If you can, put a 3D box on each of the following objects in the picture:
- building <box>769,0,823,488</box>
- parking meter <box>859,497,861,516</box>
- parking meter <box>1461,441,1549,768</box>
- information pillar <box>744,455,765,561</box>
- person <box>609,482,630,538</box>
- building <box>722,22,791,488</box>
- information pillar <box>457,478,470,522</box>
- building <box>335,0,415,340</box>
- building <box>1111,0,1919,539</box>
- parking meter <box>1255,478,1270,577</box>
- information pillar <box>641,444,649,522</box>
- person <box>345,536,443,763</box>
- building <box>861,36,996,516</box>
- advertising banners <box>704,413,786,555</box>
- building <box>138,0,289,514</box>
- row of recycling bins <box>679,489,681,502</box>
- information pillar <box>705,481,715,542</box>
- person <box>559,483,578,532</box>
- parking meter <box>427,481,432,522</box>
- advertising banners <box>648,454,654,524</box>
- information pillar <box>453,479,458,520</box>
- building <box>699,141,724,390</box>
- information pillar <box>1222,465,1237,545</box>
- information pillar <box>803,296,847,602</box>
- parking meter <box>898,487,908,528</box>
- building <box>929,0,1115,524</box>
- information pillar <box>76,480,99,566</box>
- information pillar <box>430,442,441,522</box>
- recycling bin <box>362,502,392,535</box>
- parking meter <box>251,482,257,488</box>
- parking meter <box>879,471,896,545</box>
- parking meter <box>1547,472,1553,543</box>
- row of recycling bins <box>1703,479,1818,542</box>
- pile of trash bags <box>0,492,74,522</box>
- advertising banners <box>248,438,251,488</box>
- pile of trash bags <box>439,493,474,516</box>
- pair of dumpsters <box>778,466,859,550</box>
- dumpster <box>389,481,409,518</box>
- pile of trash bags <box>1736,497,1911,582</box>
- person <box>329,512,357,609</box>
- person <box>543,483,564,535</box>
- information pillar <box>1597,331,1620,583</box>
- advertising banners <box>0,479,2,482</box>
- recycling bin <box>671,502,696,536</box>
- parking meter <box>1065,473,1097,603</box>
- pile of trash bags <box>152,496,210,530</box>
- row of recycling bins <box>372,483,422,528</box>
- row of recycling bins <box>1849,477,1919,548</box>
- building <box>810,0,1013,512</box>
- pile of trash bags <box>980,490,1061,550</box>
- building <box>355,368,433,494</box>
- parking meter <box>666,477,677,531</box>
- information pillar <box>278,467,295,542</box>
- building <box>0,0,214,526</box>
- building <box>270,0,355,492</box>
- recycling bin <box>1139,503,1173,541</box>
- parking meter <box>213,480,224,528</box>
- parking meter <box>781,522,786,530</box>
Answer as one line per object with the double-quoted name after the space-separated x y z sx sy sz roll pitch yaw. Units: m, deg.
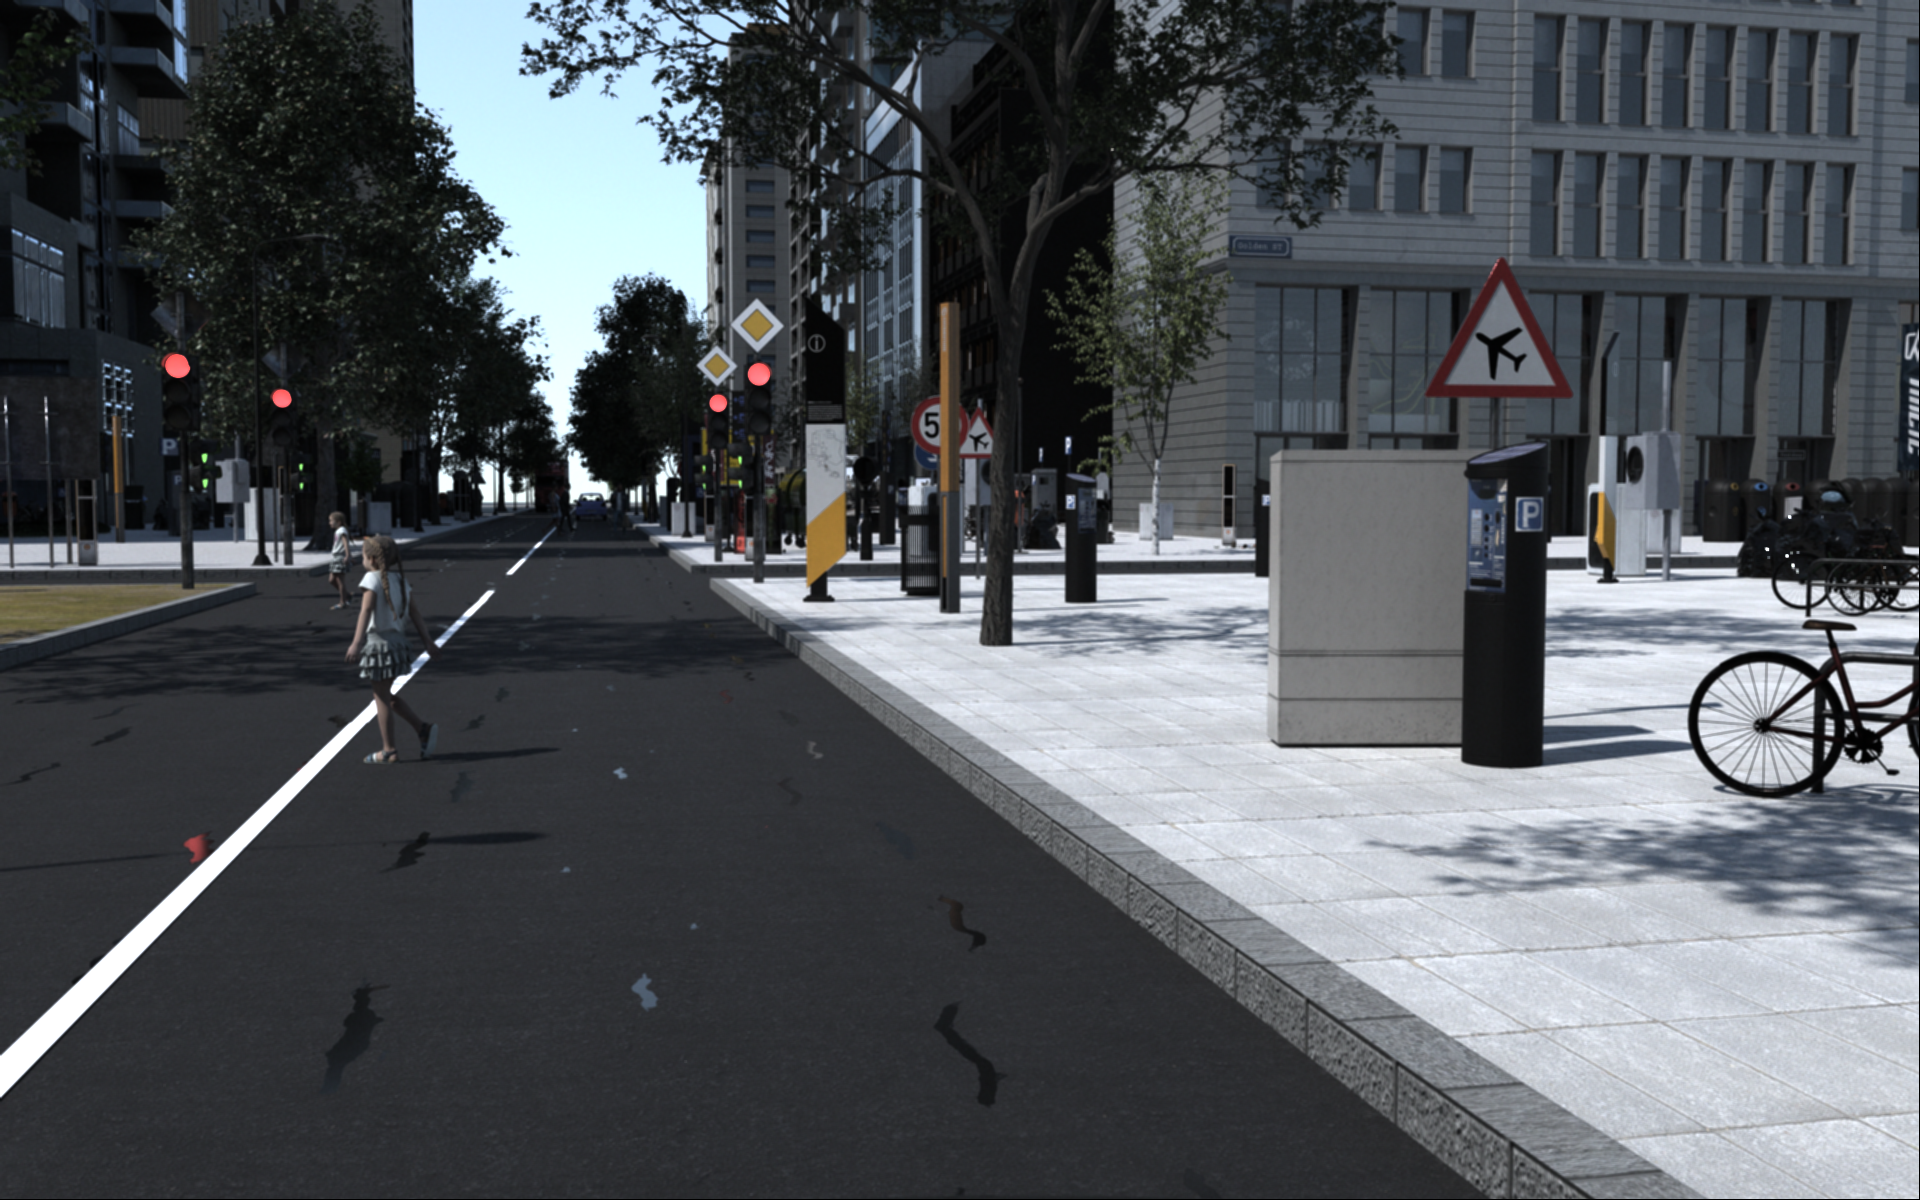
-6.609 -44.114 159.522 20.563 71.187 20.611 -1 4 -12 "building"
-6.030 -5.712 101.801 0.372 1.533 0.369 0 3 0 "parking meter"
2.590 0.011 8.233 0.372 1.533 0.369 0 3 0 "parking meter"
-3.918 -1.748 33.070 0.304 2.012 0.304 1 4 19 "information pillar"
-11.057 -2.936 56.488 0.794 1.824 0.713 1 4 11 "person"
-20.292 -41.812 225.624 21.231 58.520 28.212 -1 4 -12 "building"
-22.550 -4.551 78.905 0.304 2.012 0.304 1 4 12 "information pillar"
-81.367 -48.526 231.649 20.563 71.187 20.611 -1 4 -12 "building"
20.833 -17.084 56.815 29.804 29.767 11.434 -1 4 -12 "building"
4.774 -1.128 26.850 0.372 1.533 0.369 0 3 0 "parking meter"
-14.718 -5.471 80.813 0.183 3.616 0.504 -2 4 -33 "information pillar"
-3.018 0.266 9.167 0.382 1.210 0.505 1 4 17 "person"
1.790 -17.297 100.832 12.078 24.808 19.932 -1 4 -12 "building"
-4.614 -2.496 36.999 2.074 3.025 0.090 2 4 29 "advertising banners"
-59.148 -31.924 111.203 28.713 52.752 27.495 -1 4 -12 "building"
-15.809 -5.928 104.042 1.069 1.692 3.534 1 4 16 "row of recycling bins"
-6.693 -2.566 46.439 0.304 2.012 0.304 0 4 -8 "information pillar"
-15.039 -3.553 66.372 0.755 1.850 0.659 -1 4 -12 "person"
-24.344 -4.526 79.715 0.255 1.863 0.399 0 4 -2 "parking meter"
-13.492 -4.868 75.781 0.090 3.025 2.074 0 4 -4 "advertising banners"
-24.628 -4.923 84.975 0.304 2.012 0.304 0 4 7 "information pillar"
-22.757 -40.670 254.189 28.713 52.752 27.495 -1 4 -12 "building"
6.742 -2.374 43.308 0.304 2.012 0.304 1 4 20 "information pillar"
-1.602 -1.785 20.538 0.504 3.616 0.183 1 4 9 "information pillar"
-2.122 -3.451 64.842 0.372 1.533 0.369 0 3 0 "parking meter"
6.077 -15.503 83.144 12.332 23.373 15.834 -1 4 -12 "building"
-15.650 -1.624 31.041 0.304 2.012 0.304 -1 4 -21 "information pillar"
-23.651 -5.298 77.971 0.183 3.616 0.504 1 4 21 "information pillar"
-18.297 -2.551 54.266 0.722 1.027 0.722 -3 5 -43 "recycling bin"
-34.323 -4.790 84.027 0.399 1.863 0.255 1 4 20 "parking meter"
-1.837 -2.340 43.962 0.255 1.863 0.399 3 5 42 "parking meter"
15.327 -2.433 45.494 0.399 1.863 0.255 -2 4 -28 "parking meter"
21.707 -2.403 46.407 3.534 1.692 1.069 0 4 -1 "row of recycling bins"
-33.083 -3.179 61.731 1.912 1.369 3.447 0 4 -1 "pile of trash bags"
-21.132 -3.393 51.661 0.090 3.025 2.074 -1 4 -18 "advertising banners"
-29.612 -5.572 100.853 1.912 1.369 3.447 0 4 2 "pile of trash bags"
-3.362 -2.387 41.525 1.574 2.255 4.437 -1 4 -12 "pair of dumpsters"
-24.894 -4.366 77.148 1.264 1.857 1.865 -1 4 -12 "dumpster"
13.690 -1.000 26.099 3.447 1.369 1.912 0 4 7 "pile of trash bags"
-7.648 -0.493 21.572 0.382 1.210 0.505 -2 4 -35 "person"
-13.999 -3.120 59.614 0.778 1.811 0.616 0 4 -2 "person"
9.310 -2.049 24.856 0.183 3.616 0.504 3 5 41 "information pillar"
-21.358 -2.484 36.797 2.074 3.025 0.090 -1 4 -17 "advertising banners"
-8.514 -2.495 53.344 0.722 1.027 0.722 -1 4 -9 "recycling bin"
1.432 -0.739 20.494 0.372 1.533 0.369 0 3 0 "parking meter"
-27.688 -3.168 61.553 1.912 1.369 3.447 -2 4 -25 "pile of trash bags"
-22.411 -3.628 66.434 3.534 1.692 1.069 0 4 3 "row of recycling bins"
23.018 -2.199 43.070 1.069 1.692 3.534 -1 4 -9 "row of recycling bins"
0.390 -31.539 135.263 23.786 49.044 30.456 -1 4 -12 "building"
1.378 -1.925 41.232 1.912 1.369 3.447 0 4 -1 "pile of trash bags"
-79.148 -22.222 208.373 27.650 21.520 28.899 -1 4 -12 "building"
-10.012 -3.329 60.138 0.255 1.863 0.399 -2 4 -28 "parking meter"
-18.111 -2.575 46.592 0.304 2.012 0.304 0 4 -4 "information pillar"
-47.787 -46.811 78.032 22.319 86.520 31.000 -1 4 -12 "building"
-60.170 -30.450 147.974 14.600 45.320 14.200 -1 4 -12 "building"
5.463 -2.179 48.185 0.722 1.027 0.722 -1 4 -21 "recycling bin"
-28.134 -3.670 65.723 0.399 1.863 0.255 3 5 42 "parking meter"
-6.396 -3.260 61.713 0.372 1.533 0.369 0 3 0 "parking meter"
